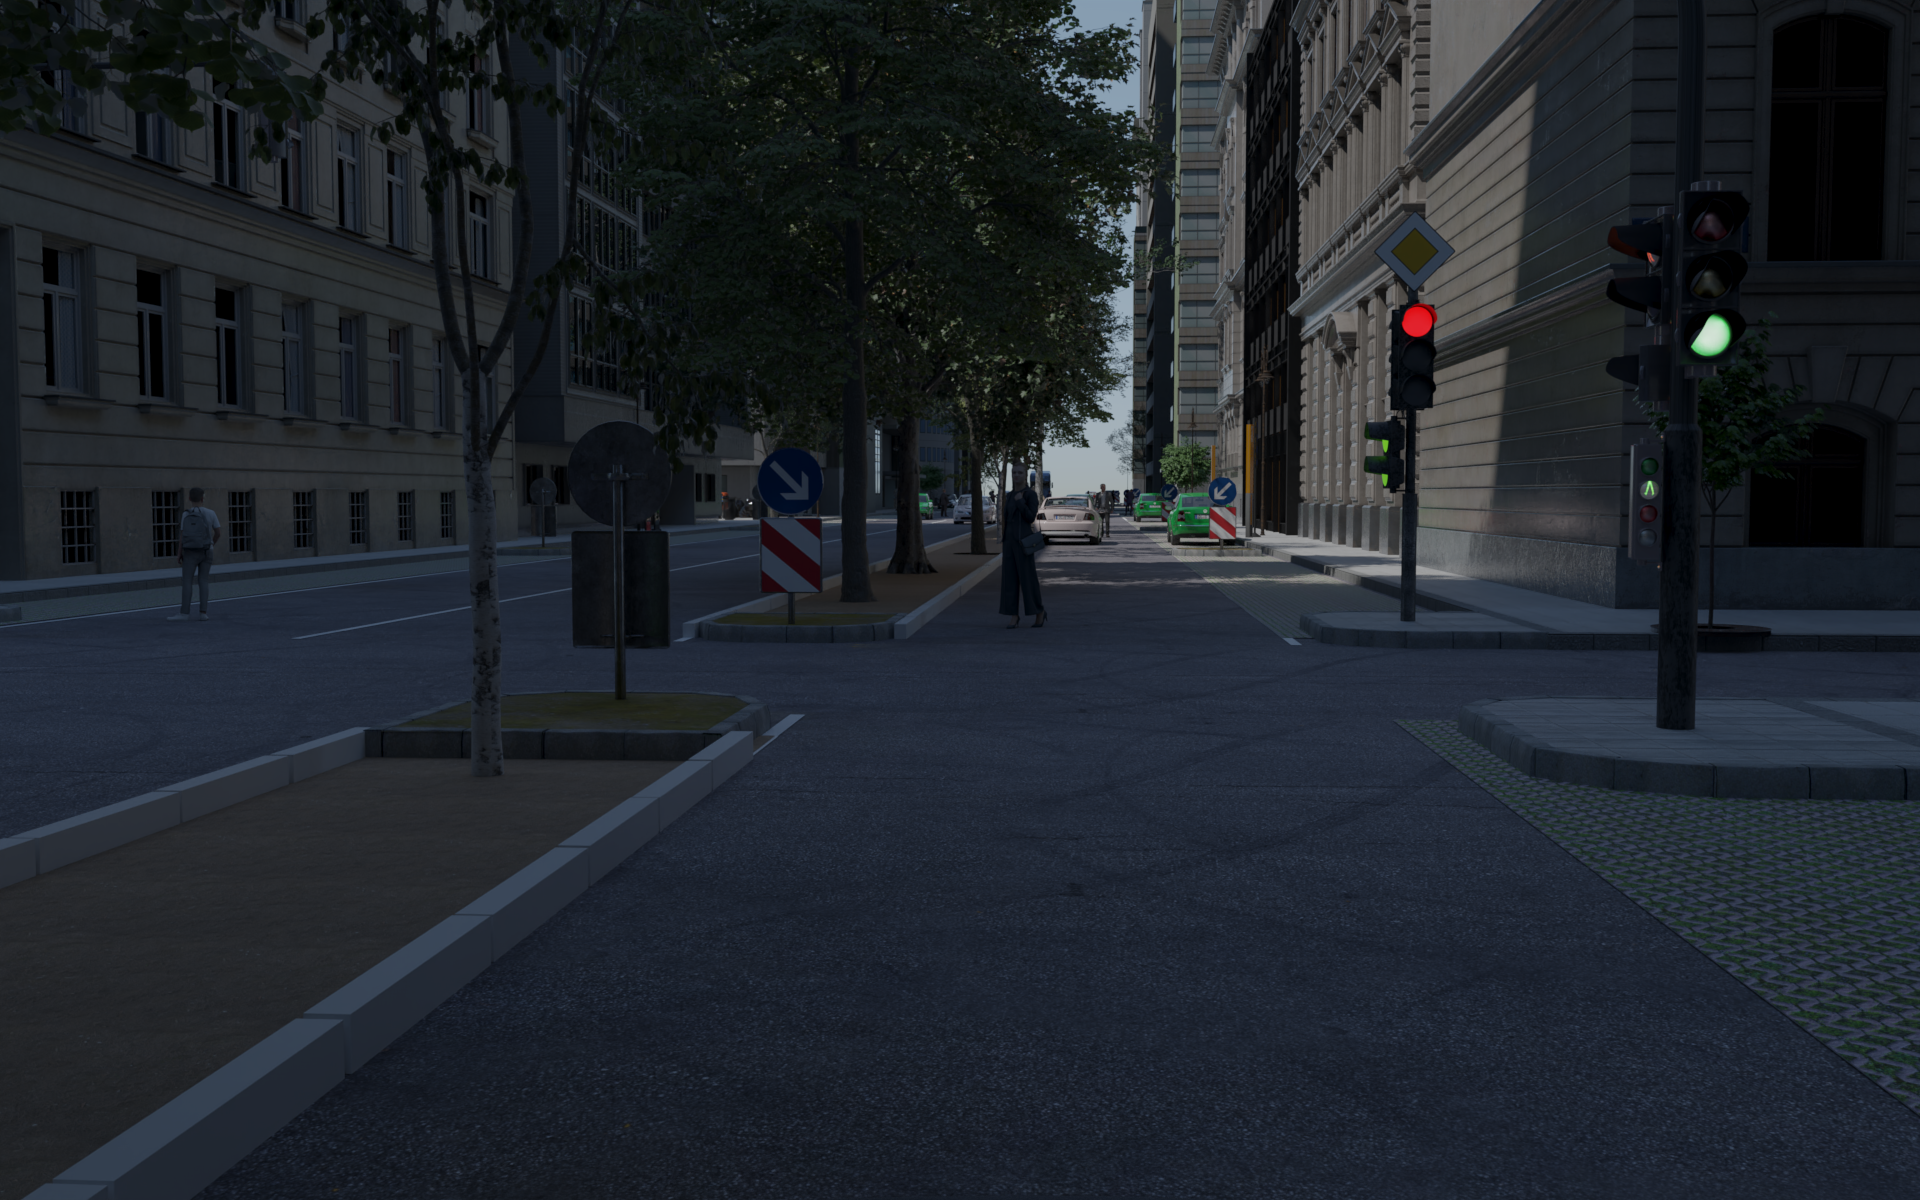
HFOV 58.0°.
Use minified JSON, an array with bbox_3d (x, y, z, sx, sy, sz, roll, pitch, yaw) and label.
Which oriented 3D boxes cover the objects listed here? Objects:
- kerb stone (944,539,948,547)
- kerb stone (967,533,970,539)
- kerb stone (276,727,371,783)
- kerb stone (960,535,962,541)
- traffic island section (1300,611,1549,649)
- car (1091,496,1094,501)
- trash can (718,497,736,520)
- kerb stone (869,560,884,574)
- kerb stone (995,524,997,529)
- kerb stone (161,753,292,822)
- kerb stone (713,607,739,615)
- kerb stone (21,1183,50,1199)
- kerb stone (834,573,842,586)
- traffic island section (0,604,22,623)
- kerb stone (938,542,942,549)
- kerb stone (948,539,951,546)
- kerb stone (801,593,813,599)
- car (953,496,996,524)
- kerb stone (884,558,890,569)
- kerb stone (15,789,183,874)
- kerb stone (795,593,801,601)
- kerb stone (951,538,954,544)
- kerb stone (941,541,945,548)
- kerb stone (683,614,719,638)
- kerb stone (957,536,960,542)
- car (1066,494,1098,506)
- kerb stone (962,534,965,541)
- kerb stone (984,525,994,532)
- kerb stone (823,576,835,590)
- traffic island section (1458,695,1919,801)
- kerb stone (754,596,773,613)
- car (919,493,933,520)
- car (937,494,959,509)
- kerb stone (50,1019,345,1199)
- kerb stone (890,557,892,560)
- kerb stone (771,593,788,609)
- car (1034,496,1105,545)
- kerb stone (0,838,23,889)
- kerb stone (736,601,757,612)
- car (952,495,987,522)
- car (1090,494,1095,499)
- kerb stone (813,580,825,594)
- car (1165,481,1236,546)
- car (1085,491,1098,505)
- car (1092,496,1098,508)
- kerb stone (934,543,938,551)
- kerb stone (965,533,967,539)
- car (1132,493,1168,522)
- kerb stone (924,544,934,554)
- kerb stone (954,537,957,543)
[{"bbox_3d":[-0.489,-1.478,46.370,0.120,0.150,1.000,0,4,4],"label":"kerb stone"},{"bbox_3d":[0.130,-1.979,54.548,0.120,0.150,1.000,0,4,4],"label":"kerb stone"},{"bbox_3d":[-3.303,0.806,9.028,0.120,0.150,1.000,0,4,4],"label":"kerb stone"},{"bbox_3d":[-0.100,-1.789,51.488,0.120,0.150,1.000,0,4,4],"label":"kerb stone"},{"bbox_3d":[4.545,0.293,17.490,2.009,0.180,2.903,0,4,4],"label":"traffic island section"},{"bbox_3d":[7.138,-5.522,102.280,2.014,1.417,4.499,0,4,6],"label":"car"},{"bbox_3d":[-11.412,-4.525,85.631,0.748,1.137,0.748,0,3,0],"label":"trash can"},{"bbox_3d":[-1.573,-0.601,32.023,0.120,0.150,1.000,0,4,4],"label":"kerb stone"},{"bbox_3d":[1.298,-2.914,69.872,0.120,0.150,1.000,0,4,4],"label":"kerb stone"},{"bbox_3d":[-3.388,0.868,7.996,0.120,0.150,1.000,0,4,4],"label":"kerb stone"},{"bbox_3d":[-2.581,0.212,18.726,0.120,0.150,1.000,0,4,4],"label":"kerb stone"},{"bbox_3d":[-1.678,1.191,2.724,0.120,0.150,1.000,0,4,4],"label":"kerb stone"},{"bbox_3d":[-1.958,-0.287,26.908,0.120,0.150,1.000,0,4,4],"label":"kerb stone"},{"bbox_3d":[-11.650,0.218,18.715,2.009,0.180,2.903,0,4,4],"label":"traffic island section"},{"bbox_3d":[-0.640,-1.353,44.314,0.120,0.150,1.000,0,4,4],"label":"kerb stone"},{"bbox_3d":[-0.407,-1.538,47.395,0.120,0.150,1.000,0,4,4],"label":"kerb stone"},{"bbox_3d":[-2.196,-0.100,23.834,0.120,0.150,1.000,0,4,4],"label":"kerb stone"},{"bbox_3d":[0.740,-4.348,83.448,2.083,1.381,4.827,0,4,5],"label":"car"},{"bbox_3d":[-1.502,-0.661,33.048,0.120,0.150,1.000,0,4,4],"label":"kerb stone"},{"bbox_3d":[-3.462,0.933,6.976,0.120,0.150,1.000,0,4,4],"label":"kerb stone"},{"bbox_3d":[-2.271,-0.036,22.815,0.120,0.150,1.000,0,4,4],"label":"kerb stone"},{"bbox_3d":[-0.334,-1.604,48.414,0.120,0.150,1.000,0,4,4],"label":"kerb stone"},{"bbox_3d":[-0.562,-1.416,45.351,0.120,0.150,1.000,0,4,4],"label":"kerb stone"},{"bbox_3d":[-2.657,0.277,17.702,0.120,0.150,1.000,0,4,4],"label":"kerb stone"},{"bbox_3d":[-0.169,-1.729,50.468,0.120,0.150,1.000,0,4,4],"label":"kerb stone"},{"bbox_3d":[5.995,-4.635,87.579,2.131,1.459,4.920,0,4,5],"label":"car"},{"bbox_3d":[-0.020,-1.848,52.508,0.120,0.150,1.000,0,4,4],"label":"kerb stone"},{"bbox_3d":[1.139,-2.785,67.827,0.120,0.150,1.000,0,4,4],"label":"kerb stone"},{"bbox_3d":[-2.032,-0.226,25.888,0.120,0.150,1.000,0,4,4],"label":"kerb stone"},{"bbox_3d":[3.943,0.780,9.528,2.009,0.180,2.903,0,4,4],"label":"traffic island section"},{"bbox_3d":[-2.425,0.087,20.768,0.120,0.150,1.000,0,4,4],"label":"kerb stone"},{"bbox_3d":[-2.471,-5.394,96.980,1.959,1.807,4.718,0,4,2],"label":"car"},{"bbox_3d":[-1.056,-8.939,155.940,2.009,1.686,4.222,0,4,4],"label":"car"},{"bbox_3d":[-1.605,1.132,3.748,0.120,0.150,1.000,0,4,4],"label":"kerb stone"},{"bbox_3d":[-1.417,-0.720,34.073,0.120,0.150,1.000,0,4,4],"label":"kerb stone"},{"bbox_3d":[-2.342,0.024,21.795,0.120,0.150,1.000,0,4,4],"label":"kerb stone"},{"bbox_3d":[3.153,-2.314,50.193,2.083,1.381,4.827,0,4,6],"label":"car"},{"bbox_3d":[-3.540,0.993,5.957,0.120,0.150,1.000,0,4,4],"label":"kerb stone"},{"bbox_3d":[-2.500,0.150,19.749,0.120,0.150,1.000,0,4,4],"label":"kerb stone"},{"bbox_3d":[0.626,-4.811,90.656,2.014,1.417,4.499,0,4,2],"label":"car"},{"bbox_3d":[15.646,-12.340,211.982,2.015,1.641,3.980,0,4,5],"label":"car"},{"bbox_3d":[-2.112,-0.158,24.863,0.120,0.150,1.000,0,4,4],"label":"kerb stone"},{"bbox_3d":[6.851,-2.481,49.366,1.959,1.807,4.718,0,4,4],"label":"car"},{"bbox_3d":[17.677,-13.754,233.548,2.281,1.827,5.304,0,4,4],"label":"car"},{"bbox_3d":[7.758,-5.870,108.550,1.945,1.354,3.894,0,4,6],"label":"car"},{"bbox_3d":[-0.715,-1.290,43.288,0.120,0.150,1.000,0,4,4],"label":"kerb stone"},{"bbox_3d":[0.056,-1.916,53.526,0.120,0.150,1.000,0,4,4],"label":"kerb stone"},{"bbox_3d":[9.849,-4.893,88.788,1.959,1.807,4.718,0,4,3],"label":"car"},{"bbox_3d":[-0.791,-1.224,42.269,0.120,0.150,1.000,0,4,4],"label":"kerb stone"},{"bbox_3d":[-0.255,-1.666,49.433,0.120,0.150,1.000,0,4,4],"label":"kerb stone"}]
